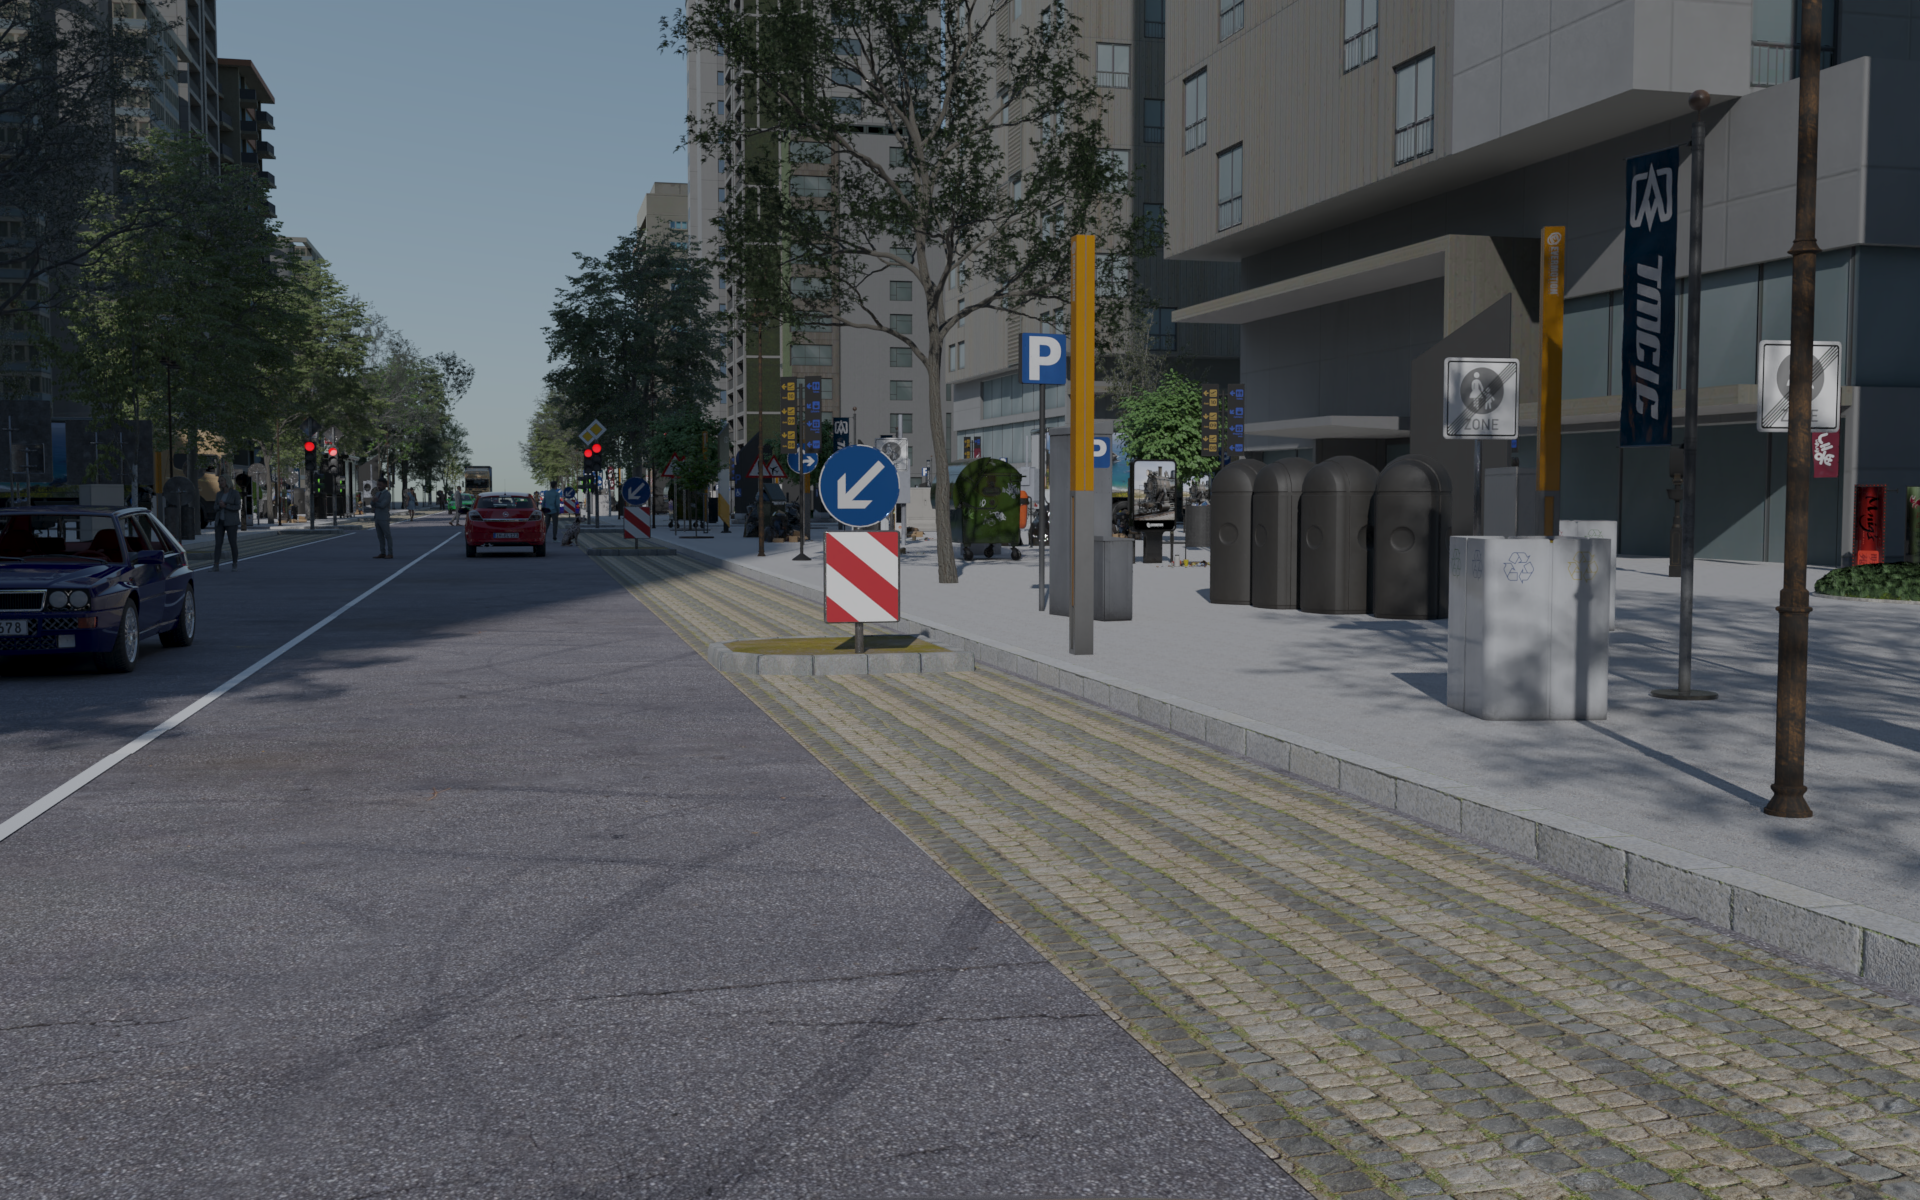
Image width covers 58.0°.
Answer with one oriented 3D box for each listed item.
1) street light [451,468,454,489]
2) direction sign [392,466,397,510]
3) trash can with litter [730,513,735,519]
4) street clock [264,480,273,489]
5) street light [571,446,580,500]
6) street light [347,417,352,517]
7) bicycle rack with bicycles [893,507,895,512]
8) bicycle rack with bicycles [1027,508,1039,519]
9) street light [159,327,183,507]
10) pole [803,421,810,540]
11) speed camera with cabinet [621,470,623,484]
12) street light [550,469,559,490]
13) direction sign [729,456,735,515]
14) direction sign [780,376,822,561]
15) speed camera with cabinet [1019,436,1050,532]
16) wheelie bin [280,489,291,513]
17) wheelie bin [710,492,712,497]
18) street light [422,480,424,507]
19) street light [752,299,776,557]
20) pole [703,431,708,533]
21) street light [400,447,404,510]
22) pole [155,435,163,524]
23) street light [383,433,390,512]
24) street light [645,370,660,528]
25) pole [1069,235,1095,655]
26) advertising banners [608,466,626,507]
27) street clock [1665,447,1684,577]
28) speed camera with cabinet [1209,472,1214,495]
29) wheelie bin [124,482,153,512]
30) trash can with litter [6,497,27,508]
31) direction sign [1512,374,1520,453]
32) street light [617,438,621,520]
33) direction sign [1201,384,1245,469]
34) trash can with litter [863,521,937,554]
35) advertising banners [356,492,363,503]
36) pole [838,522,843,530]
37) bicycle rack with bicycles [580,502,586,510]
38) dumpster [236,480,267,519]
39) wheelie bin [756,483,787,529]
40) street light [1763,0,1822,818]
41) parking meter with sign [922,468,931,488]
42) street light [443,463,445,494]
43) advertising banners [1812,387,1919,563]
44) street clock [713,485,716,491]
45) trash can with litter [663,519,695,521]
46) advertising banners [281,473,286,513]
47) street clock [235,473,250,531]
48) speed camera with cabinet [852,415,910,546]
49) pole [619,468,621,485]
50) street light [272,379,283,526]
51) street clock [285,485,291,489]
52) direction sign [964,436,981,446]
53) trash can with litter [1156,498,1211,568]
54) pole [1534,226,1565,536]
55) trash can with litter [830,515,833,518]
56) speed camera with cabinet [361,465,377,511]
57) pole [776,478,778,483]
[{"bbox_3d":[-74.189,-17.151,253.212,0.468,5.910,1.993,-1,4,-14],"label":"street light"},{"bbox_3d":[-46.318,-9.153,141.652,0.379,3.537,0.876,0,4,-4],"label":"direction sign"},{"bbox_3d":[-11.349,-4.738,88.854,1.055,1.170,0.624,-1,4,-13],"label":"trash can with litter"},{"bbox_3d":[-36.289,-5.290,91.066,0.471,2.002,0.358,1,4,16],"label":"street clock"},{"bbox_3d":[-32.134,-10.557,145.397,0.468,5.910,1.993,-1,4,-14],"label":"street light"},{"bbox_3d":[-34.675,-7.682,98.387,0.468,5.910,1.993,-1,4,-14],"label":"street light"},{"bbox_3d":[-4.068,-5.013,95.351,2.852,0.926,2.925,1,4,10],"label":"bicycle rack with bicycles"},{"bbox_3d":[3.809,-4.046,79.536,2.925,0.926,2.852,-3,4,-38],"label":"bicycle rack with bicycles"},{"bbox_3d":[-21.923,-4.605,48.083,0.468,5.910,1.993,-1,4,-14],"label":"street light"},{"bbox_3d":[-4.280,-3.324,48.195,0.158,3.312,0.155,0,3,0],"label":"pole"},{"bbox_3d":[-27.349,-9.090,142.965,0.660,3.252,2.038,-3,5,-43],"label":"speed camera with cabinet"},{"bbox_3d":[-56.697,-16.485,242.311,0.468,5.910,1.993,-1,4,-14],"label":"street light"},{"bbox_3d":[-13.711,-6.832,103.704,0.379,3.537,0.876,-3,4,-37],"label":"direction sign"},{"bbox_3d":[-3.057,-2.530,33.358,0.876,3.537,0.379,1,4,22],"label":"direction sign"},{"bbox_3d":[2.951,-3.929,58.573,2.038,3.252,0.660,2,4,33],"label":"speed camera with cabinet"},{"bbox_3d":[-44.610,-6.536,114.777,0.980,1.594,0.693,-1,4,-15],"label":"wheelie bin"},{"bbox_3d":[-17.049,-6.630,116.303,0.693,1.594,0.980,-2,4,-35],"label":"wheelie bin"},{"bbox_3d":[-53.738,-12.261,173.246,0.468,5.910,1.993,-1,4,-14],"label":"street light"},{"bbox_3d":[-4.084,-3.833,35.458,0.468,5.910,1.993,-1,4,-14],"label":"street light"},{"bbox_3d":[-8.301,-3.831,56.486,0.158,3.312,0.155,0,3,0],"label":"pole"},{"bbox_3d":[-46.306,-10.463,143.850,0.468,5.910,1.993,-1,4,-14],"label":"street light"},{"bbox_3d":[-27.697,-4.039,59.881,0.158,3.312,0.155,0,3,0],"label":"pole"},{"bbox_3d":[-42.012,-9.444,127.197,0.468,5.910,1.993,-1,4,-14],"label":"street light"},{"bbox_3d":[-11.433,-5.609,64.488,0.468,5.910,1.993,-1,4,-14],"label":"street light"},{"bbox_3d":[0.971,-1.219,13.779,0.158,3.312,0.155,0,3,0],"label":"pole"},{"bbox_3d":[-21.096,-6.862,108.377,2.074,3.025,0.090,0,4,4],"label":"advertising banners"},{"bbox_3d":[11.063,-1.354,26.716,0.358,2.002,0.471,2,4,27],"label":"street clock"},{"bbox_3d":[9.614,-4.528,68.370,0.660,3.252,2.038,1,4,18],"label":"speed camera with cabinet"},{"bbox_3d":[-21.700,-2.318,45.814,0.693,1.594,0.980,-2,4,-28],"label":"wheelie bin"},{"bbox_3d":[-26.419,-2.337,49.275,1.678,1.210,2.233,-1,4,-12],"label":"trash can with litter"},{"bbox_3d":[10.362,-2.511,33.053,0.379,3.537,0.876,-1,4,-19],"label":"direction sign"},{"bbox_3d":[-17.188,-6.996,87.165,0.468,5.910,1.993,-1,4,-14],"label":"street light"},{"bbox_3d":[5.402,-2.669,35.632,0.876,3.537,0.379,0,4,-1],"label":"direction sign"},{"bbox_3d":[-1.725,-1.614,37.440,1.678,1.210,2.233,-3,5,-44],"label":"trash can with litter"},{"bbox_3d":[-40.370,-7.197,113.863,2.074,3.025,0.090,-1,4,-11],"label":"advertising banners"},{"bbox_3d":[-4.292,-4.175,62.097,0.158,3.312,0.155,0,3,0],"label":"pole"},{"bbox_3d":[-29.397,-7.724,139.674,2.925,0.926,2.852,-3,5,-40],"label":"bicycle rack with bicycles"},{"bbox_3d":[-36.410,-5.277,88.770,1.502,2.255,1.985,-1,4,-14],"label":"dumpster"},{"bbox_3d":[-5.443,-2.554,49.674,0.693,1.594,0.980,3,4,38],"label":"wheelie bin"},{"bbox_3d":[3.317,-2.078,6.758,0.468,5.910,1.993,-1,4,-14],"label":"street light"},{"bbox_3d":[-2.168,-7.187,113.763,0.543,3.016,1.738,0,4,-6],"label":"parking meter with sign"},{"bbox_3d":[-66.801,-15.392,224.439,0.468,5.910,1.993,-1,4,-14],"label":"street light"},{"bbox_3d":[14.693,-1.938,27.874,2.074,3.025,0.090,3,5,45],"label":"advertising banners"},{"bbox_3d":[-20.394,-8.572,144.725,0.471,2.002,0.358,-2,4,-29],"label":"street clock"},{"bbox_3d":[-13.521,-4.466,84.069,2.233,1.210,1.678,-3,4,-37],"label":"trash can with litter"},{"bbox_3d":[-44.226,-7.155,113.172,0.090,3.025,2.074,-1,4,-14],"label":"advertising banners"},{"bbox_3d":[-24.944,-3.406,60.261,0.471,2.002,0.358,-1,4,-23],"label":"street clock"},{"bbox_3d":[-2.013,-3.021,43.725,0.660,3.252,2.038,-2,4,-33],"label":"speed camera with cabinet"},{"bbox_3d":[-23.835,-7.790,121.217,0.158,3.312,0.155,0,3,0],"label":"pole"},{"bbox_3d":[-27.413,-5.924,69.652,0.468,5.910,1.993,-1,4,-14],"label":"street light"},{"bbox_3d":[-51.907,-7.908,133.870,0.358,2.002,0.471,0,4,4],"label":"street clock"},{"bbox_3d":[0.485,-4.661,68.209,0.876,3.537,0.379,3,5,42],"label":"direction sign"},{"bbox_3d":[4.631,-1.196,30.610,2.233,1.210,1.678,1,4,10],"label":"trash can with litter"},{"bbox_3d":[4.535,-1.193,13.342,0.158,3.312,0.155,0,3,0],"label":"pole"},{"bbox_3d":[-7.000,-5.333,98.580,0.624,1.170,1.055,0,4,6],"label":"trash can with litter"},{"bbox_3d":[-40.299,-7.474,116.532,2.038,3.252,0.660,1,4,15],"label":"speed camera with cabinet"},{"bbox_3d":[-10.798,-6.626,102.184,0.158,3.312,0.155,0,3,0],"label":"pole"}]
